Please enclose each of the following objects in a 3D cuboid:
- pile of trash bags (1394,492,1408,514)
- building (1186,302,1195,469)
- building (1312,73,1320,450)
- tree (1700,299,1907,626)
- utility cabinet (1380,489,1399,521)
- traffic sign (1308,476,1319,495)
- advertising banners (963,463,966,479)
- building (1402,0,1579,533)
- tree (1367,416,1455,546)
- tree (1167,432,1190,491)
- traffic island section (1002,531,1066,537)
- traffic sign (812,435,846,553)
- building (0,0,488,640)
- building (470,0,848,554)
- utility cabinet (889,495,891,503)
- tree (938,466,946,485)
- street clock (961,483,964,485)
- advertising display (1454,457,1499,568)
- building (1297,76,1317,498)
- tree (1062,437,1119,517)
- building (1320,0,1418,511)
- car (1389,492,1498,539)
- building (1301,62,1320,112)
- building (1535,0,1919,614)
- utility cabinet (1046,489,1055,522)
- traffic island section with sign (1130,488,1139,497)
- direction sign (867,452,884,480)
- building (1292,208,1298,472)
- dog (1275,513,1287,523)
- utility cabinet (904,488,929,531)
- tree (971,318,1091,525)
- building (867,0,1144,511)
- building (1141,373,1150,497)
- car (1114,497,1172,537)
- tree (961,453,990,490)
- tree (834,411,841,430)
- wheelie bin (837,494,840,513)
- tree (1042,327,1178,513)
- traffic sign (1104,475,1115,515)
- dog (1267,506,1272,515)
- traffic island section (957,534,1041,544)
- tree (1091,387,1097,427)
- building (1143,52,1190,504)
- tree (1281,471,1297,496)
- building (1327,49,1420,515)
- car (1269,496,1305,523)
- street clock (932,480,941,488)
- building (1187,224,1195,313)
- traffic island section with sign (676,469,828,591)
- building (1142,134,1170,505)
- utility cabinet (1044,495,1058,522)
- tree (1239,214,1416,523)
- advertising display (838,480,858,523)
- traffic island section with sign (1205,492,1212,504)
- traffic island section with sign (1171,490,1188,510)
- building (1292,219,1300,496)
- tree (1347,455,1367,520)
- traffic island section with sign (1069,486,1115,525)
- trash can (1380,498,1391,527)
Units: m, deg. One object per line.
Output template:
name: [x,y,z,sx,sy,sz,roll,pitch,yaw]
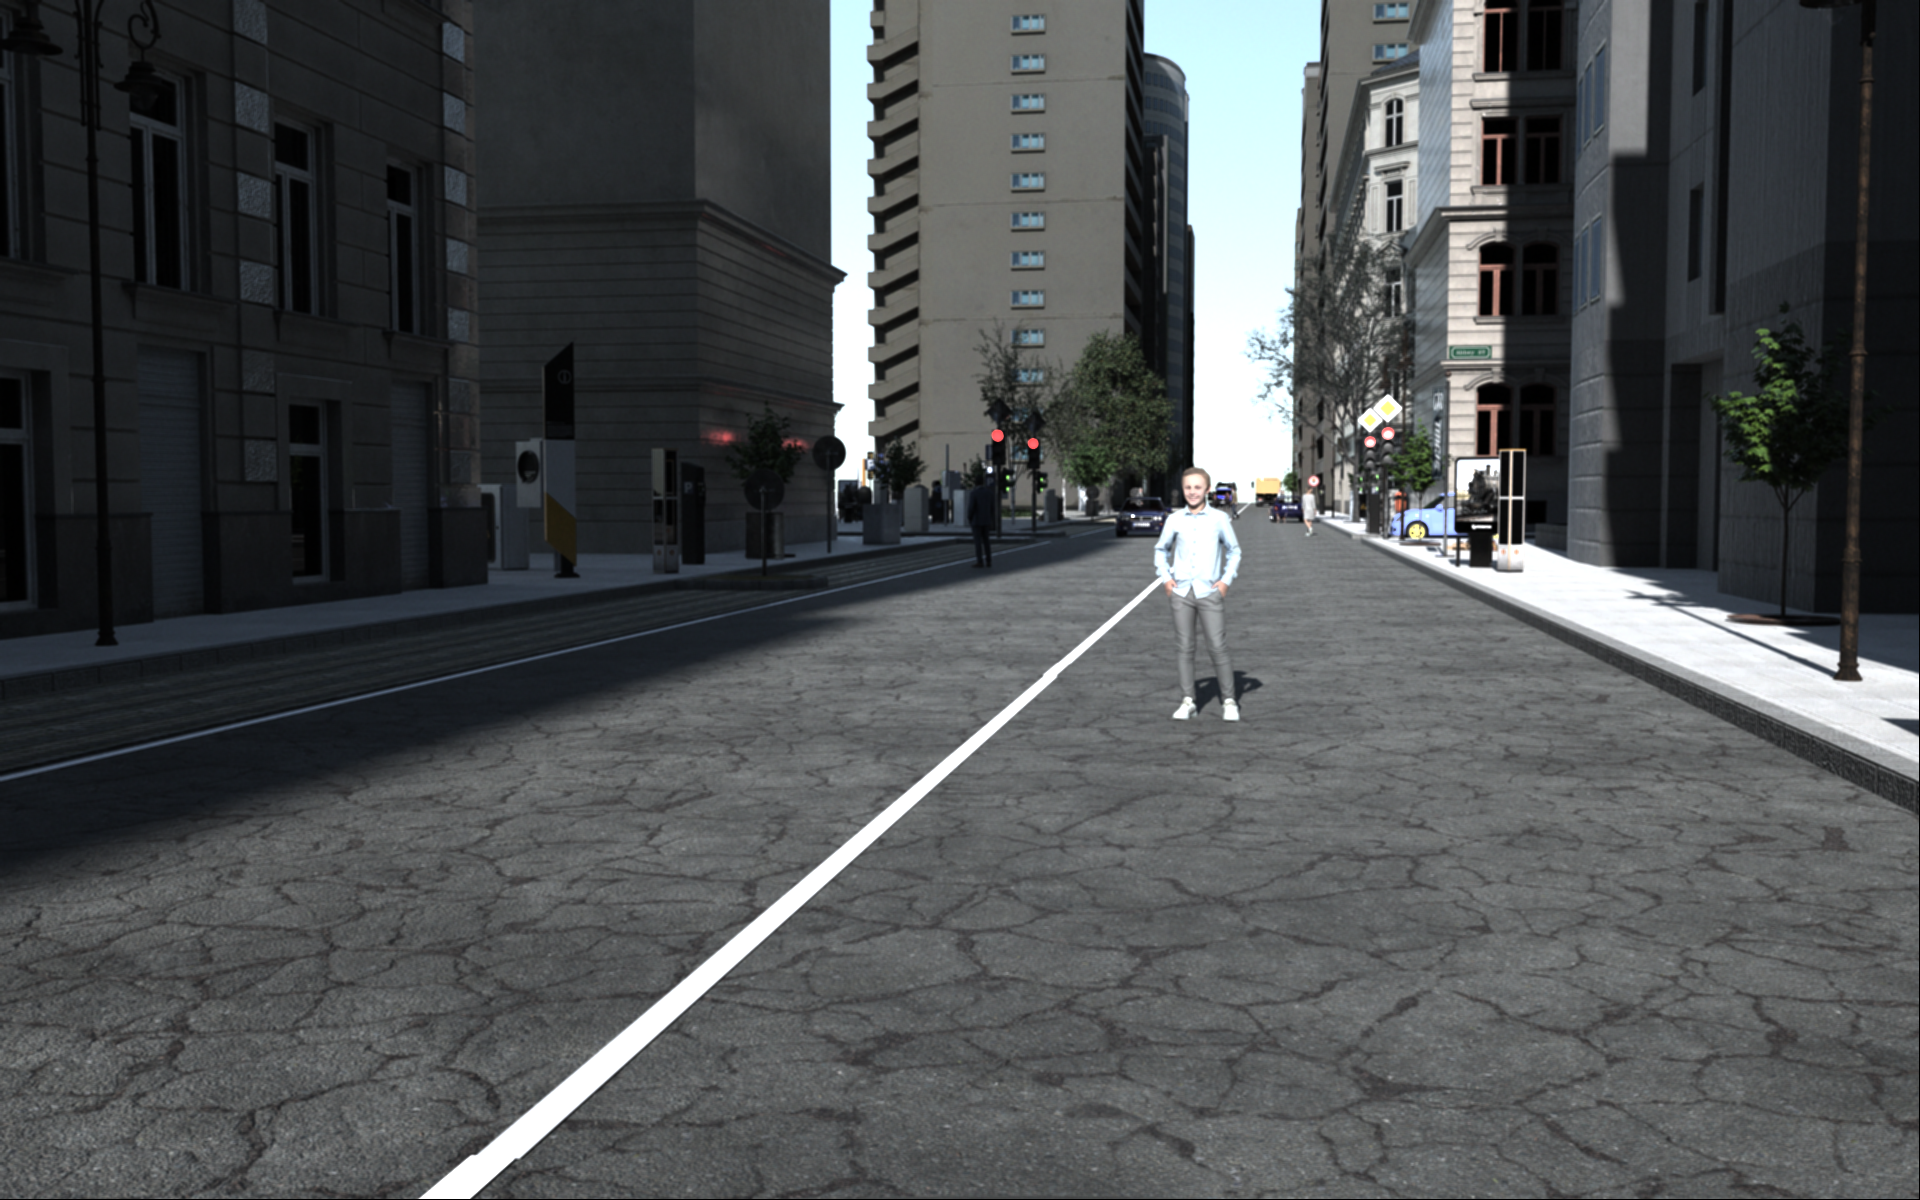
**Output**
pile of trash bags: [21.027,-4.163,77.817,1.912,1.369,3.447,-3,5,-45]
building: [28.641,-30.243,266.172,14.160,30.474,14.107,1,4,10]
building: [45.249,-31.231,165.253,22.147,44.769,28.867,1,4,10]
tree: [8.197,-1.392,17.354,1.663,3.219,1.824,0,3,0]
utility cabinet: [20.308,-4.509,82.404,0.318,1.500,1.173,-3,4,-37]
traffic sign: [24.271,-7.262,118.842,0.768,2.556,0.104,1,4,19]
advertising banners: [0.470,-6.249,98.362,0.090,3.025,2.074,1,4,16]
building: [28.208,-16.771,61.589,23.554,28.519,14.401,1,4,10]
tree: [11.427,-2.988,43.460,1.663,3.219,1.824,0,3,0]
tree: [24.892,-15.470,203.293,4.737,8.622,4.395,0,3,0]
traffic island section: [2.488,-2.228,58.703,2.009,0.180,2.903,1,4,10]
traffic sign: [-2.848,-2.294,37.619,0.768,2.556,0.104,1,4,14]
building: [-14.377,-13.195,12.998,12.463,27.353,25.104,1,4,10]
building: [-20.998,-13.851,45.545,34.723,24.649,14.460,1,4,10]
utility cabinet: [-5.187,-6.439,116.433,1.020,1.237,0.306,-1,4,-9]
tree: [-1.077,-7.715,120.737,1.663,3.219,1.824,0,3,0]
street clock: [0.118,-7.452,126.413,0.358,2.002,0.471,-2,4,-33]
advertising display: [9.106,-1.529,30.216,0.974,1.923,0.123,3,5,40]
building: [48.641,-34.732,191.565,21.300,48.544,21.600,1,4,10]
tree: [7.400,-7.044,98.881,4.285,4.588,4.351,0,3,0]
building: [40.237,-31.605,140.443,21.300,48.544,21.600,1,4,10]
car: [14.967,-2.637,52.709,3.694,1.707,1.945,1,4,9]
building: [57.037,-42.453,236.112,21.231,58.520,28.212,1,4,10]
building: [21.930,-29.778,28.872,21.231,58.520,28.212,1,4,10]
utility cabinet: [4.055,-4.238,77.962,0.318,1.500,1.173,0,4,-3]
traffic island section with sign: [10.897,-6.027,107.176,1.989,1.847,2.006,1,4,10]
direction sign: [-4.506,-6.137,92.339,0.876,3.537,0.379,0,4,-8]
building: [63.917,-39.818,274.725,21.300,48.544,21.600,1,4,10]
dog: [15.700,-3.999,84.679,0.406,0.507,0.540,2,4,31]
utility cabinet: [-1.492,-3.110,59.533,0.318,1.500,1.173,-2,4,-33]
tree: [2.389,-7.443,72.059,4.360,8.622,3.978,0,3,0]
building: [3.954,-31.901,145.288,21.300,48.544,21.600,1,4,10]
building: [8.020,-52.440,170.068,22.319,86.520,31.000,1,4,10]
car: [6.241,-2.837,58.972,1.945,1.354,3.894,0,4,8]
tree: [0.756,-5.327,81.699,1.663,3.219,1.824,0,3,0]
tree: [-9.129,-9.093,99.028,4.360,8.622,3.978,0,3,0]
wheelie bin: [-7.283,-6.133,108.188,0.693,1.594,0.980,3,4,37]
tree: [10.231,-12.331,118.614,9.611,12.733,9.660,0,3,0]
traffic sign: [9.223,-6.554,107.261,0.768,2.556,0.104,1,4,16]
dog: [20.942,-6.156,117.491,0.800,0.831,0.513,0,4,-8]
traffic island section: [1.124,-1.746,50.835,2.009,0.180,2.903,1,4,10]
tree: [5.298,-8.576,90.574,4.360,8.622,3.978,0,3,0]
building: [19.183,-42.147,231.100,21.231,58.520,28.212,1,4,10]
tree: [42.162,-14.392,219.024,4.285,4.588,4.351,0,3,0]
building: [32.091,-20.206,106.781,17.030,29.872,44.131,1,4,10]
car: [16.783,-4.646,88.544,1.945,1.354,3.894,1,4,8]
street clock: [-1.252,-5.348,92.003,0.358,2.002,0.471,3,5,43]
building: [30.573,-38.508,279.723,14.600,45.320,14.200,1,4,10]
traffic island section with sign: [-3.099,-1.093,26.498,1.989,1.847,2.006,1,4,10]
building: [15.828,-31.152,192.937,14.154,41.232,14.086,1,4,10]
utility cabinet: [4.193,-4.198,79.798,0.306,1.237,1.020,-1,4,-19]
tree: [17.541,-10.188,76.939,12.009,13.543,11.850,0,3,0]
advertising display: [-5.013,-4.422,77.507,0.974,1.923,0.123,-2,4,-30]
traffic island section with sign: [38.284,-15.690,265.152,1.989,1.847,2.006,1,4,10]
traffic island section with sign: [19.579,-9.088,157.219,1.989,1.847,2.006,1,4,10]
building: [56.878,-35.137,258.090,14.154,41.232,14.086,1,4,10]
tree: [19.975,-5.577,85.787,1.663,3.219,1.824,0,3,0]
traffic island section with sign: [6.113,-4.340,79.589,1.989,1.847,2.006,1,4,10]
trash can: [16.665,-3.471,68.407,0.748,1.137,0.748,0,3,0]
